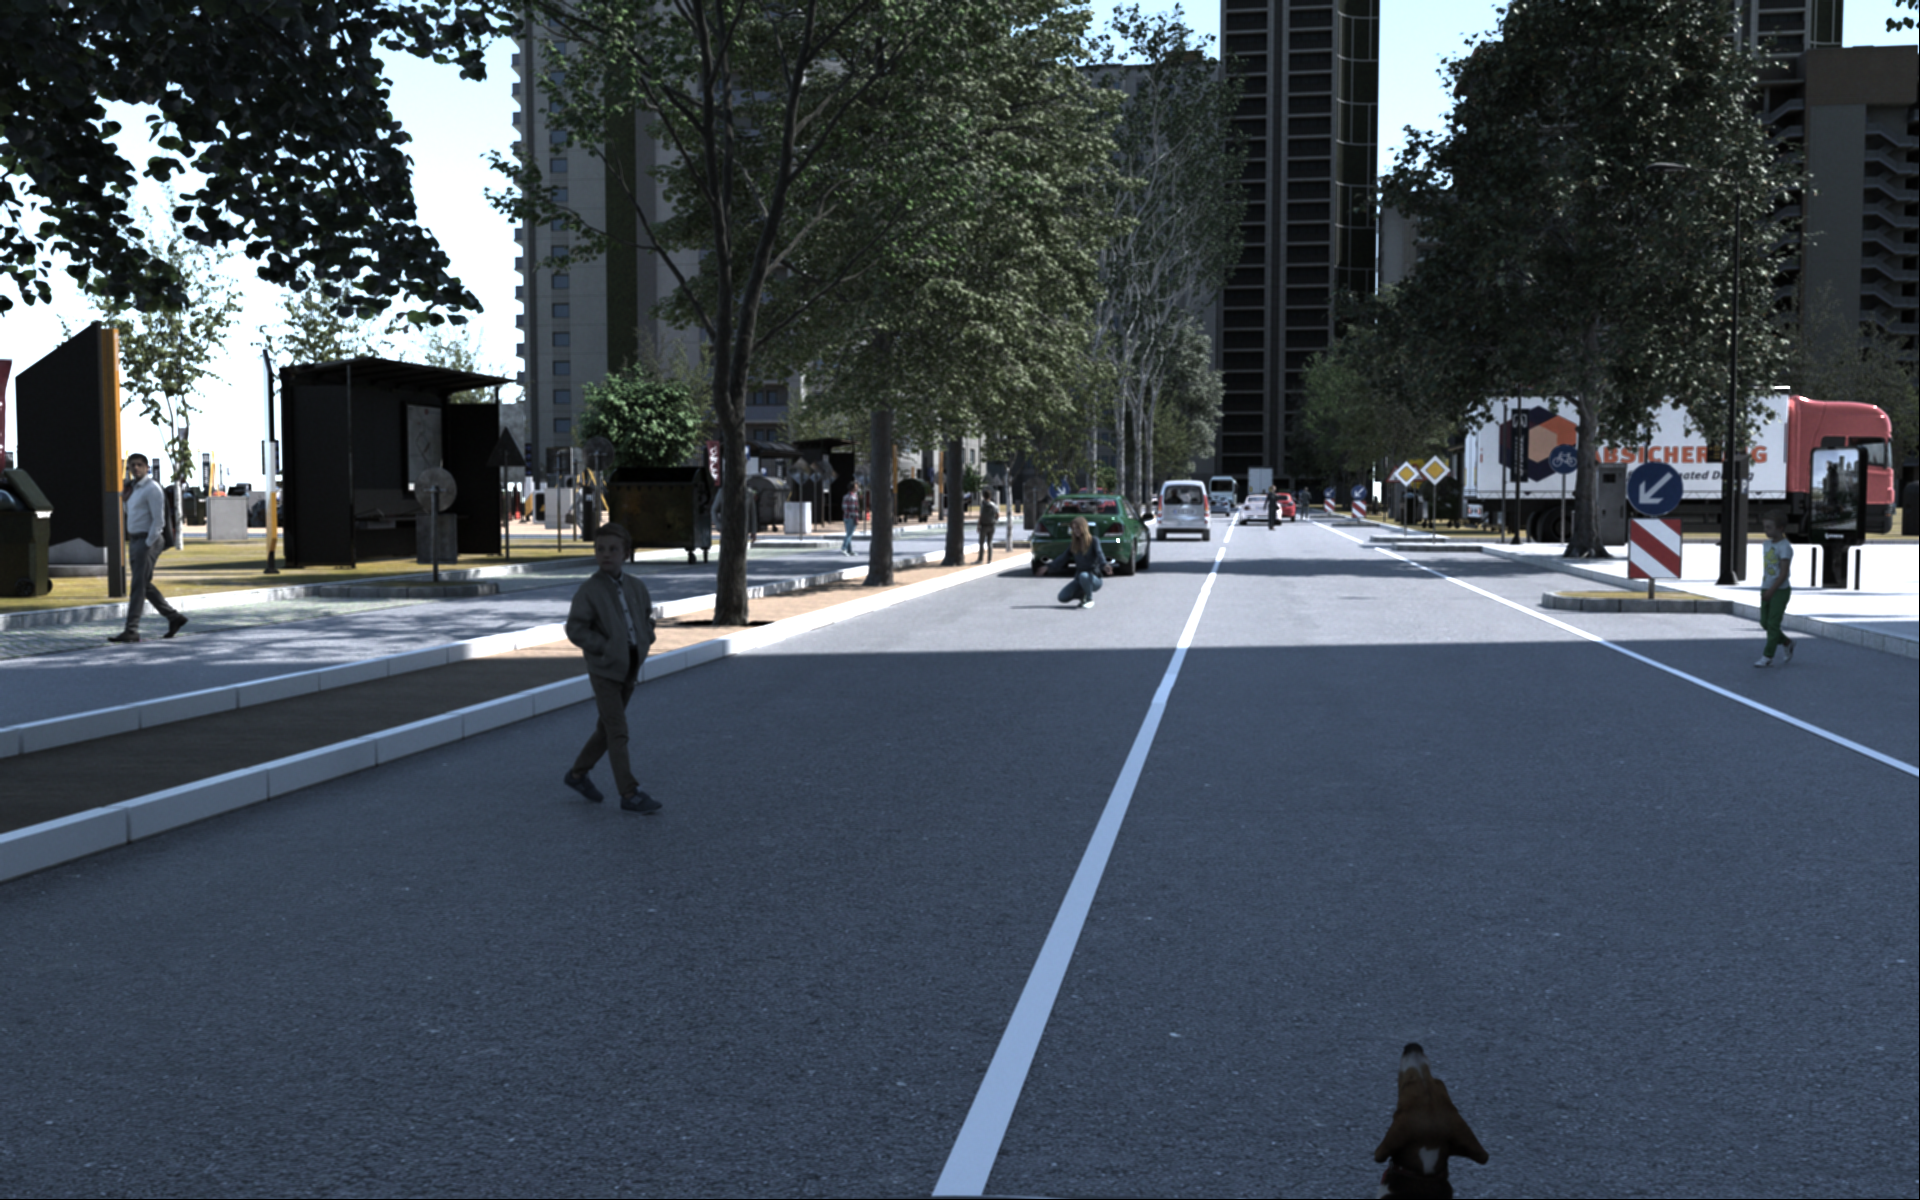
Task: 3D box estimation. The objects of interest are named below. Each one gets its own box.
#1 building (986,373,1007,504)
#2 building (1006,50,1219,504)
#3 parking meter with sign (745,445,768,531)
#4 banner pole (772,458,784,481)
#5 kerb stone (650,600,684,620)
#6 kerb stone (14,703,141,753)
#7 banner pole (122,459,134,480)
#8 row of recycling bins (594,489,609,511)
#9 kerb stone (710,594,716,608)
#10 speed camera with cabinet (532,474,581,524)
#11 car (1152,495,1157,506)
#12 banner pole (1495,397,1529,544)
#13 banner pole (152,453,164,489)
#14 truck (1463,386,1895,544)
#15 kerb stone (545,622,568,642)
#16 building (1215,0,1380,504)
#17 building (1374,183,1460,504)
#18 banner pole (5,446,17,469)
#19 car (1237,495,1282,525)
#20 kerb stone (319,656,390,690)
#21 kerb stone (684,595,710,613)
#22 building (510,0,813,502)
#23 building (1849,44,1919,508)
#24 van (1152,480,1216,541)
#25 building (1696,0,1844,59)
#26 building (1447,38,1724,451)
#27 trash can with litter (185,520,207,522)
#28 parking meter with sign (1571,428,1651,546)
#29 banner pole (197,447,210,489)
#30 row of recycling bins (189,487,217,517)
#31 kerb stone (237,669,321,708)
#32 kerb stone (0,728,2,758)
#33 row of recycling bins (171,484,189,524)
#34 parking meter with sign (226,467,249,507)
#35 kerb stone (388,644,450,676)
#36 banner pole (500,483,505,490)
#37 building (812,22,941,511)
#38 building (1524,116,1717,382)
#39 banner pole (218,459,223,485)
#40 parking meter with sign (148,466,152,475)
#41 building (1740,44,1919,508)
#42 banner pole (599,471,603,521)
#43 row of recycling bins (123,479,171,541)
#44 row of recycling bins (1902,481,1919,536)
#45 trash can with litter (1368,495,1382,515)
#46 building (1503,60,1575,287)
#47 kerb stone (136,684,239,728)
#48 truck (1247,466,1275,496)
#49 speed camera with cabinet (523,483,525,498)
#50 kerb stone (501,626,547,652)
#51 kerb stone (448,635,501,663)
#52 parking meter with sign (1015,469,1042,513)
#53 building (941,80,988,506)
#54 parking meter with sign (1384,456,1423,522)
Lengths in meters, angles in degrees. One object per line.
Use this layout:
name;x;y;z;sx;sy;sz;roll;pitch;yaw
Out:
building;-5.952;-40.052;244.092;27.495;52.752;28.713;1;4;9
building;20.837;-42.397;235.186;28.212;58.520;21.231;1;4;9
parking meter with sign;-7.289;-3.959;60.983;0.543;3.016;1.738;-2;4;-32
banner pole;-9.533;-6.122;90.117;0.863;3.779;0.401;1;4;11
kerb stone;-3.448;0.128;20.103;0.120;0.150;1.000;1;4;9
kerb stone;-5.114;0.746;10.001;0.120;0.150;1.000;1;4;9
banner pole;-52.056;-7.250;108.557;0.863;3.779;0.401;0;4;-3
row of recycling bins;-28.336;-7.811;134.825;3.534;1.692;1.069;1;4;20
kerb stone;-3.110;0.007;22.119;0.120;0.150;1.000;1;4;9
speed camera with cabinet;-17.450;-4.930;74.942;2.038;3.252;0.660;-1;4;-10
car;20.851;-10.412;182.600;2.083;1.381;4.827;1;4;9
banner pole;14.283;-3.346;44.727;0.863;3.779;0.401;0;4;-2
banner pole;-48.791;-7.065;105.528;0.863;3.779;0.401;-1;4;-9
truck;19.508;-3.529;46.612;11.283;4.237;2.839;1;4;9
kerb stone;-3.946;0.313;17.078;0.120;0.150;1.000;1;4;9
building;44.875;-48.458;230.543;20.611;71.187;20.563;1;4;9
building;61.878;-33.179;226.077;14.086;41.232;14.154;1;4;9
banner pole;-48.845;-6.075;89.348;0.863;3.779;0.401;-3;5;-40
car;14.003;-4.187;80.815;2.083;1.381;4.827;0;4;8
kerb stone;-4.611;0.564;13.040;0.120;0.150;1.000;1;4;9
kerb stone;-3.284;0.066;21.112;0.120;0.150;1.000;1;4;9
building;-32.737;-39.518;188.118;28.212;58.520;21.231;1;4;9
building;97.987;-31.788;169.840;14.200;45.320;14.600;1;4;9
van;7.024;-2.893;54.308;2.013;2.044;4.112;1;4;8
building;100.923;-47.934;221.977;20.611;71.187;20.563;1;4;9
building;59.640;-31.408;168.148;22.147;44.769;28.867;1;4;9
trash can with litter;-34.954;-4.133;78.629;1.678;1.210;2.233;1;4;18
parking meter with sign;16.110;-2.853;42.914;1.738;3.016;0.543;1;4;11
banner pole;-40.311;-6.256;92.305;0.401;3.779;0.863;3;5;40
row of recycling bins;-42.921;-5.424;95.798;3.534;1.692;1.069;-1;4;-13
kerb stone;-4.774;0.622;12.031;0.120;0.150;1.000;1;4;9
kerb stone;-5.287;0.808;8.980;0.120;0.150;1.000;1;4;9
row of recycling bins;-34.490;-4.014;72.737;3.534;1.692;1.069;-2;4;-28
parking meter with sign;-46.191;-7.047;111.476;1.738;3.016;0.543;0;4;-6
kerb stone;-4.445;0.500;14.049;0.120;0.150;1.000;1;4;9
banner pole;-32.119;-8.002;120.850;0.863;3.779;0.401;-2;4;-35
building;-14.362;-36.947;146.089;21.231;58.520;28.212;1;4;9
building;50.579;-22.148;133.814;14.160;30.474;14.107;1;4;9
banner pole;-53.239;-8.243;124.786;0.401;3.779;0.863;0;4;-4
parking meter with sign;-50.118;-6.731;106.320;0.543;3.016;1.738;-3;4;-39
building;83.900;-31.900;171.680;14.200;45.320;14.600;1;4;9
banner pole;-16.808;-5.572;81.115;0.401;3.779;0.863;-1;4;-20
row of recycling bins;-22.880;-2.428;46.813;1.069;1.692;3.534;0;4;5
row of recycling bins;31.086;-2.837;53.494;3.534;1.692;1.069;1;4;9
trash can with litter;24.934;-5.724;104.648;1.678;1.210;2.233;2;4;25
building;52.950;-28.381;147.630;14.154;41.232;14.086;1;4;9
kerb stone;-4.948;0.684;11.019;0.120;0.150;1.000;1;4;9
truck;31.070;-11.621;178.919;2.839;4.237;11.283;1;4;10
speed camera with cabinet;-29.993;-7.827;122.303;2.038;3.252;0.660;2;4;35
kerb stone;-4.111;0.379;16.069;0.120;0.150;1.000;1;4;9
kerb stone;-4.278;0.437;15.057;0.120;0.150;1.000;1;4;9
parking meter with sign;4.574;-7.338;116.232;1.738;3.016;0.543;1;4;9
building;-8.554;-45.551;183.004;20.611;71.187;20.563;1;4;9
parking meter with sign;20.341;-5.088;79.449;1.738;3.016;0.543;1;4;17
